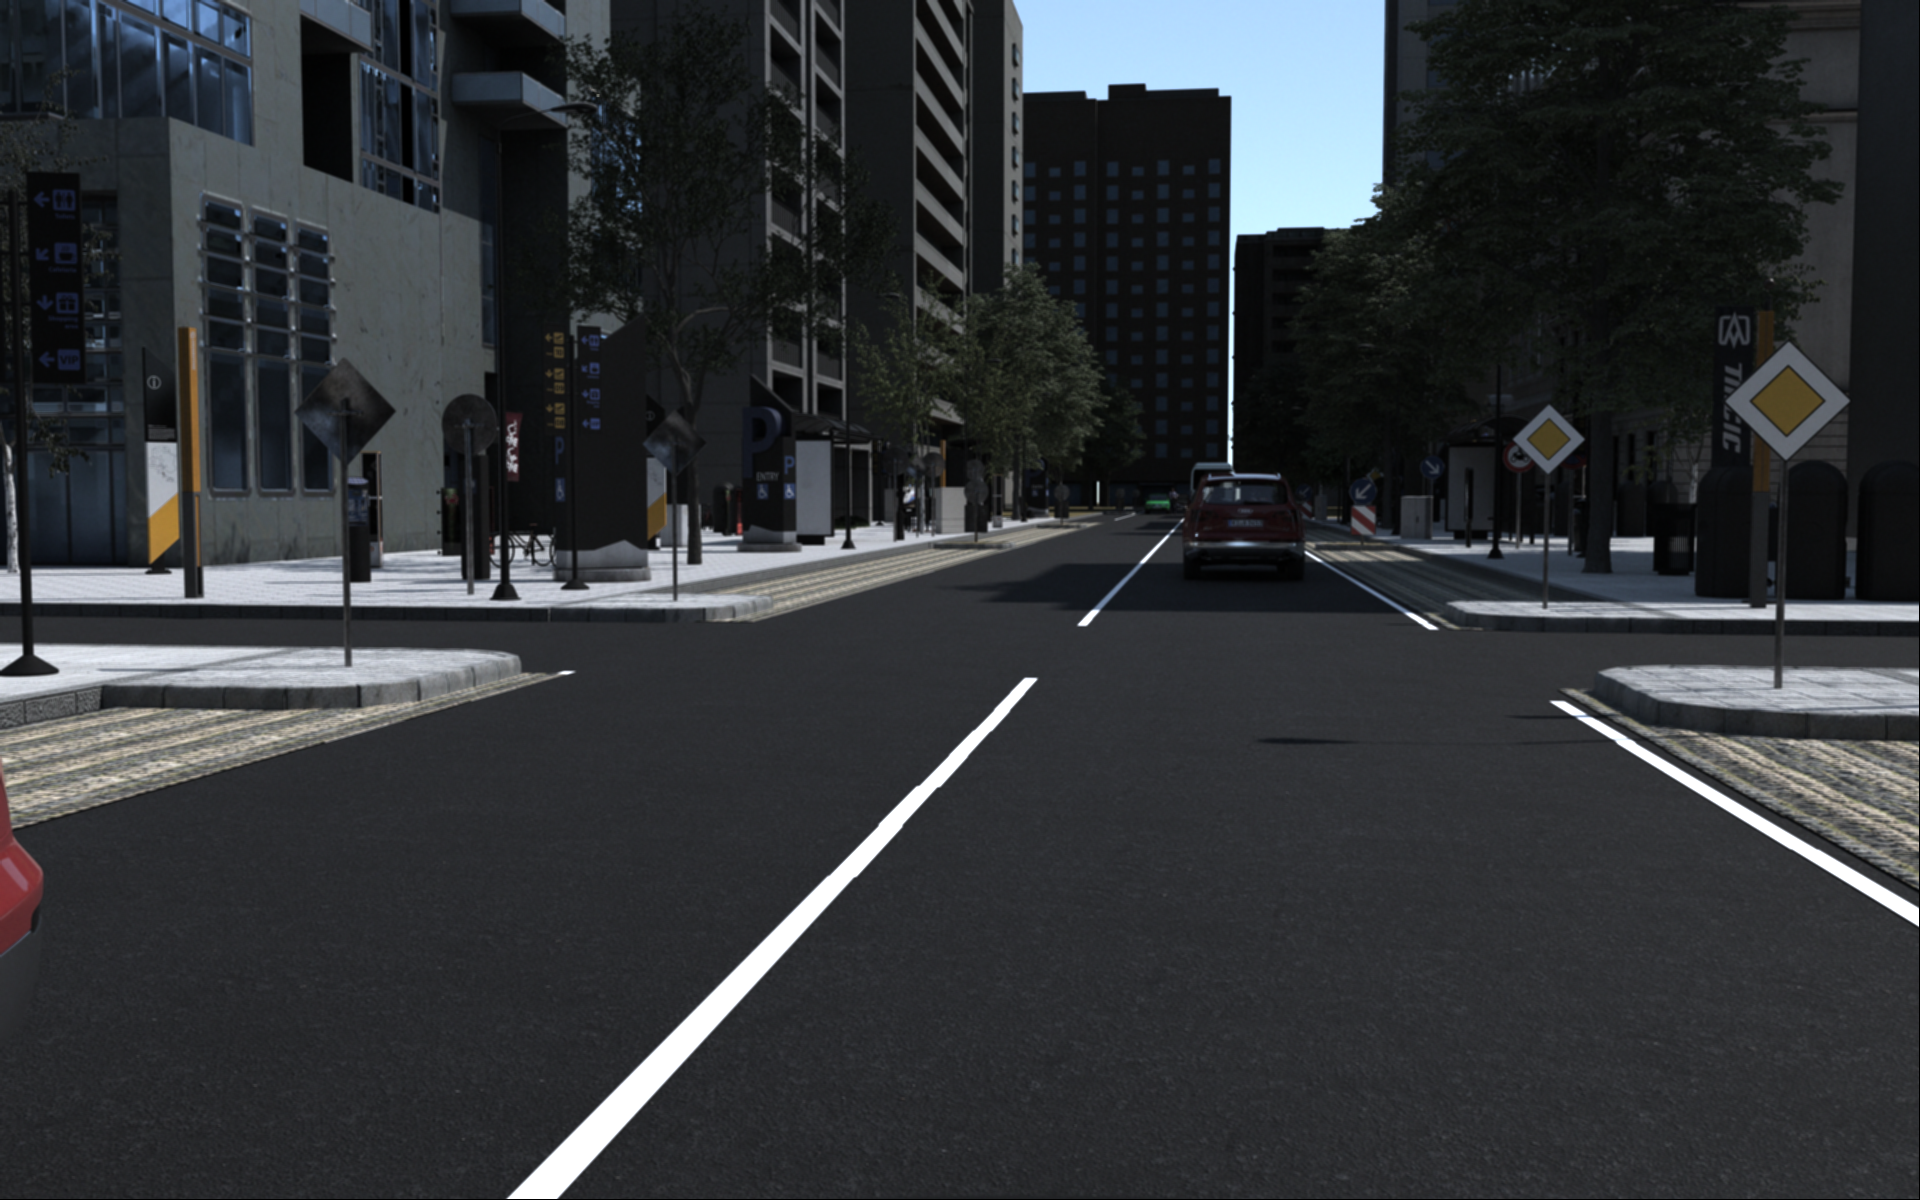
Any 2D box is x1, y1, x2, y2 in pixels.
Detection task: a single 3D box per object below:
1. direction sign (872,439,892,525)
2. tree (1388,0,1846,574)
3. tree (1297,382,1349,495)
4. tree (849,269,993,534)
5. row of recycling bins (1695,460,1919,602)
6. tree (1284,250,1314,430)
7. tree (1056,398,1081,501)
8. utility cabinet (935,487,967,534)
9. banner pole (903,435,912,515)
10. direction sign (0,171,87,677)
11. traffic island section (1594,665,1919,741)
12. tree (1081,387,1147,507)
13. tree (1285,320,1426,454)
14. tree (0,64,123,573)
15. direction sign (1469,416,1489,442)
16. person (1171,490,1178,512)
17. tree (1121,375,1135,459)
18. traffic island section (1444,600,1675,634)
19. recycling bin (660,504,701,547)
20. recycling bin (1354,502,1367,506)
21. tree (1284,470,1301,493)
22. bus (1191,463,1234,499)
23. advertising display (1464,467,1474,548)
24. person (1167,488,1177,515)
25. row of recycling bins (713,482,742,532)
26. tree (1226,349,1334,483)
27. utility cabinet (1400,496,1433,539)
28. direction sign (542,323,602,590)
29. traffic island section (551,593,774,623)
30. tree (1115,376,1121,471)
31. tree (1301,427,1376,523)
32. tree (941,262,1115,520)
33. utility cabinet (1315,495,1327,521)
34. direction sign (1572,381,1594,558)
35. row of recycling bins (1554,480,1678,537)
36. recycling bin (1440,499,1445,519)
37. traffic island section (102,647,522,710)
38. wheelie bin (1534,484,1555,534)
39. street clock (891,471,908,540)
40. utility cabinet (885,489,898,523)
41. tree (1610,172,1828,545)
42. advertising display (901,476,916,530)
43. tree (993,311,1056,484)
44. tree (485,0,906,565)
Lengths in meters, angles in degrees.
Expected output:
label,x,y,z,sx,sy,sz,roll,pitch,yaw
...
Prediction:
label,x,y,z,sx,sy,sz,roll,pitch,yaw
direction sign,-3.285,-4.819,70.792,0.876,3.537,0.379,3,5,43
tree,10.319,-6.736,28.257,7.486,12.596,7.792,0,3,0
tree,22.248,-9.516,105.944,4.360,8.622,3.978,0,3,0
tree,-1.458,-6.460,55.976,4.737,8.622,4.395,0,3,0
row of recycling bins,10.914,-0.858,21.135,3.534,1.692,1.069,1,4,18
tree,15.530,-8.855,62.908,7.486,12.596,7.792,0,3,0
tree,6.210,-9.775,110.187,4.737,8.622,4.395,0,3,0
utility cabinet,-0.300,-2.874,55.672,0.318,1.500,1.173,3,5,43
banner pole,-2.169,-4.962,71.151,0.401,3.779,0.863,-2,4,-33
direction sign,-6.636,-1.238,12.237,0.876,3.537,0.379,-1,4,-11
traffic island section,5.422,0.663,11.445,2.009,0.180,2.903,0,4,8
tree,14.115,-14.726,166.523,9.928,11.665,9.643,0,3,0
tree,19.363,-9.185,84.594,7.601,10.594,8.767,1,4,16
tree,-15.383,-4.726,27.629,4.360,8.622,3.978,0,3,0
direction sign,15.051,-3.568,50.329,0.876,3.537,0.379,-3,4,-37
person,17.126,-7.976,139.442,0.750,1.759,0.617,-2,4,-26
tree,10.346,-13.443,137.914,7.486,12.596,7.792,0,3,0
traffic island section,6.553,0.179,19.350,2.009,0.180,2.903,0,4,8
recycling bin,-6.784,-1.802,42.022,0.722,1.027,0.722,2,4,35
recycling bin,18.955,-4.268,82.333,0.722,1.027,0.722,-1,4,-15
tree,26.484,-8.789,138.298,1.663,3.219,1.824,0,3,0
bus,15.996,-6.967,108.774,2.948,3.499,13.247,1,4,9
advertising display,12.284,-2.239,41.820,0.123,1.923,0.974,1,4,12
person,14.803,-6.873,120.747,0.709,1.838,0.599,1,4,12
row of recycling bins,-6.726,-3.082,57.500,3.534,1.692,1.069,2,4,29
tree,28.476,-15.081,153.231,9.857,13.997,8.962,0,3,0
utility cabinet,13.125,-2.364,49.820,0.306,1.237,1.020,-2,4,-29
direction sign,-5.188,-1.911,23.242,0.876,3.537,0.379,-3,5,-43
traffic island section,-3.436,0.092,20.778,2.009,0.180,2.903,0,4,8
tree,4.951,-11.072,99.159,7.486,12.596,7.792,0,3,0
tree,16.752,-5.695,76.830,4.285,4.588,4.351,0,3,0
tree,2.755,-10.180,84.572,7.486,12.596,7.792,0,3,0
utility cabinet,17.498,-4.454,83.989,0.306,1.237,1.020,0,4,-7
direction sign,12.656,-2.624,34.904,0.876,3.537,0.379,-2,4,-28
row of recycling bins,19.872,-2.774,52.472,3.534,1.692,1.069,0,4,7
recycling bin,24.871,-4.624,88.161,0.722,1.027,0.722,-1,4,-16
traffic island section,-4.567,0.575,12.873,2.009,0.180,2.903,0,4,8
wheelie bin,18.676,-2.904,55.389,0.980,1.594,0.693,1,4,23
street clock,-1.685,-2.673,48.278,0.358,2.002,0.471,3,5,42
utility cabinet,-2.736,-4.147,76.476,1.173,1.500,0.318,2,4,25
tree,17.270,-5.424,39.042,4.737,8.622,4.395,0,3,0
advertising display,-1.842,-3.423,61.176,0.123,1.923,0.974,2,4,27
tree,1.084,-7.240,68.741,4.737,8.622,4.395,0,3,0
tree,-4.713,-5.944,31.590,8.767,10.594,7.601,1,4,17
